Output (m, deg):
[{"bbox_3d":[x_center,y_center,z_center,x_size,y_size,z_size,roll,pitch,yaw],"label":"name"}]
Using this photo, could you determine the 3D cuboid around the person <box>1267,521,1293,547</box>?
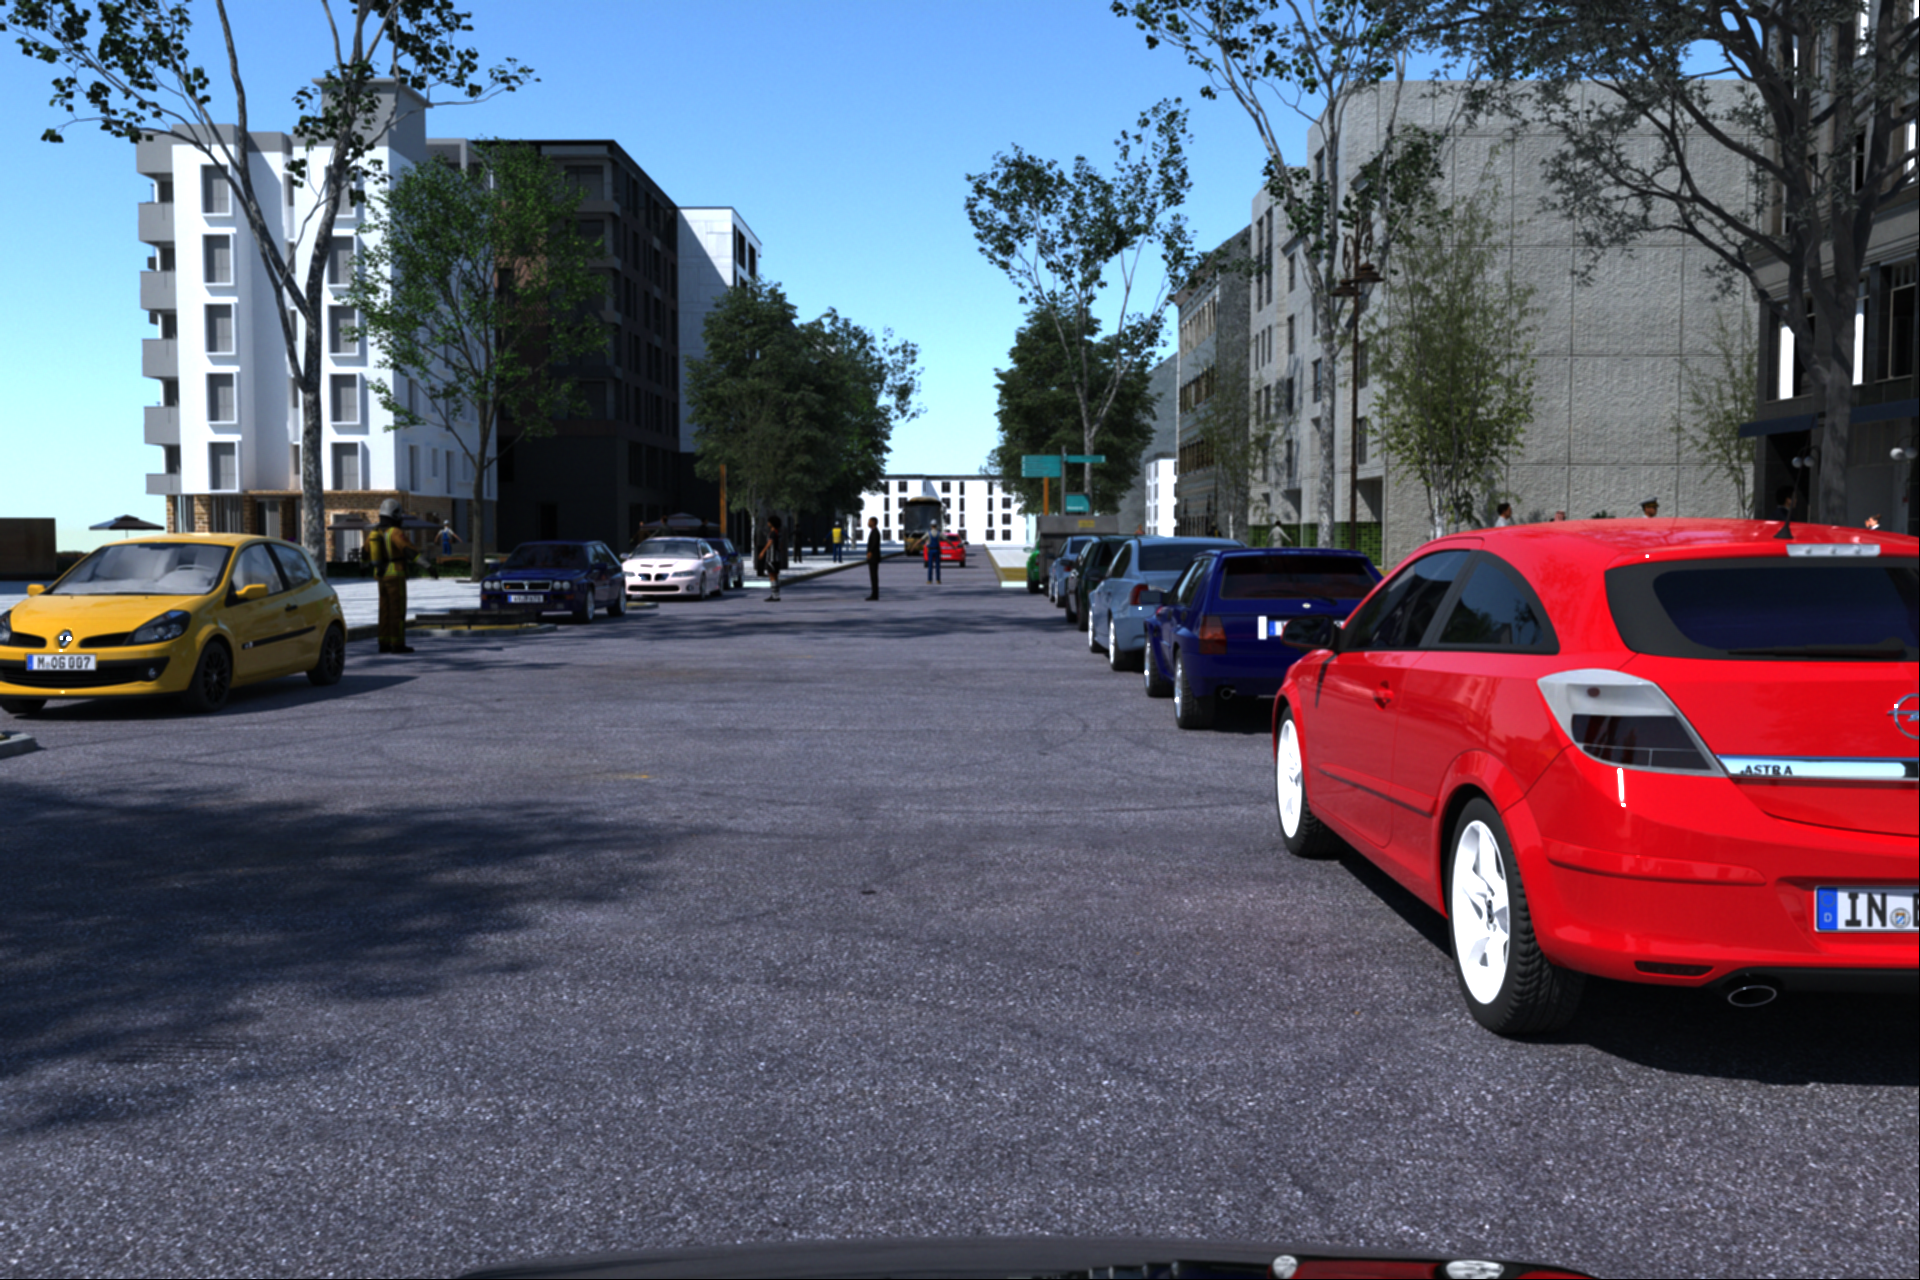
[{"bbox_3d":[12.320,-3.719,66.984,0.705,1.806,1.347,-2,4,-34],"label":"person"}]

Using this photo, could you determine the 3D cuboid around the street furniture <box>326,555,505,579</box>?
[{"bbox_3d":[-17.267,-2.210,51.754,10.072,0.657,5.734,0,4,-4],"label":"street furniture"}]

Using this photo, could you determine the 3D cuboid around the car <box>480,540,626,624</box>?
[{"bbox_3d":[-6.733,-0.996,28.863,1.945,1.354,3.894,0,4,1],"label":"car"}]

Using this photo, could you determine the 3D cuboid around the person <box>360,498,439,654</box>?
[{"bbox_3d":[-6.825,-0.773,20.871,1.354,1.858,0.705,2,4,33],"label":"person"}]

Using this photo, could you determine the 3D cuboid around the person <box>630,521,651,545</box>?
[{"bbox_3d":[-12.922,-3.935,70.475,1.346,1.812,0.704,3,5,39],"label":"person"}]

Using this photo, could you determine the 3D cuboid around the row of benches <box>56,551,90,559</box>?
[{"bbox_3d":[-32.975,-2.942,63.572,1.422,0.672,4.104,0,4,-4],"label":"row of benches"}]

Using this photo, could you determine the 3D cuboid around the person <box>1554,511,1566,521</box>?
[{"bbox_3d":[13.595,-2.022,39.206,0.704,1.811,1.347,1,4,10],"label":"person"}]

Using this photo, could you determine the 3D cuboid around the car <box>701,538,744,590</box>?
[{"bbox_3d":[-6.717,-2.009,45.421,1.945,1.354,3.894,0,4,0],"label":"car"}]

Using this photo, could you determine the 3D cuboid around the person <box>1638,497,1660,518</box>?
[{"bbox_3d":[10.618,-1.276,26.649,1.343,1.855,0.704,-3,5,-42],"label":"person"}]

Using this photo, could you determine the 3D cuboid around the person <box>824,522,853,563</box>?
[{"bbox_3d":[-5.432,-4.342,76.955,1.349,1.833,0.705,1,4,12],"label":"person"}]

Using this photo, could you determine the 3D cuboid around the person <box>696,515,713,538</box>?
[{"bbox_3d":[-7.632,-2.812,51.906,0.705,1.837,1.347,-3,4,-36],"label":"person"}]

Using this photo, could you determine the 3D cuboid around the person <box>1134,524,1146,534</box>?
[{"bbox_3d":[8.170,-4.359,78.074,1.217,1.733,0.721,-2,4,-26],"label":"person"}]

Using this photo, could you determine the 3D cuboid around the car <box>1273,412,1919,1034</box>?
[{"bbox_3d":[2.364,0.158,6.455,2.155,1.783,4.494,0,4,-1],"label":"car"}]

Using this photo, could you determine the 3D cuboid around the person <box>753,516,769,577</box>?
[{"bbox_3d":[-5.896,-2.788,51.712,0.705,1.813,1.348,-2,4,-32],"label":"person"}]

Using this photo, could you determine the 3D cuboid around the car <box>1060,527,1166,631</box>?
[{"bbox_3d":[2.581,-1.045,26.880,2.009,1.686,4.222,0,3,0],"label":"car"}]

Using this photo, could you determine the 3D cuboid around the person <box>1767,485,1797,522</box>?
[{"bbox_3d":[9.212,-0.812,19.318,0.704,1.823,1.345,0,4,1],"label":"person"}]

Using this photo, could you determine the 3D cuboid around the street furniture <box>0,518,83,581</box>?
[{"bbox_3d":[-27.746,-2.664,50.409,9.812,1.723,11.010,-2,4,-31],"label":"street furniture"}]

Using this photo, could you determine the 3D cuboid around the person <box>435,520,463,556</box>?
[{"bbox_3d":[-21.038,-3.991,71.107,1.347,1.847,0.705,1,4,20],"label":"person"}]

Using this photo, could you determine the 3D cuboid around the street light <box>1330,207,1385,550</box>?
[{"bbox_3d":[5.687,-3.191,24.956,0.468,5.910,1.993,0,4,1],"label":"street light"}]

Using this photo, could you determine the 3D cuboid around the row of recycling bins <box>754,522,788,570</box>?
[{"bbox_3d":[-6.827,-3.421,63.042,1.069,1.692,3.534,0,4,2],"label":"row of recycling bins"}]

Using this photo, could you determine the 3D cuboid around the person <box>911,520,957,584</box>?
[{"bbox_3d":[-0.746,-2.536,49.784,1.347,1.847,0.705,0,4,-5],"label":"person"}]

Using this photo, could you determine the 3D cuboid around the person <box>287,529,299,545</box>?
[{"bbox_3d":[-18.542,-2.360,47.850,0.991,1.433,0.599,3,4,39],"label":"person"}]

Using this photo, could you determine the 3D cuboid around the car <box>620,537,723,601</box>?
[{"bbox_3d":[-6.396,-1.597,38.474,2.083,1.381,4.827,0,4,0],"label":"car"}]

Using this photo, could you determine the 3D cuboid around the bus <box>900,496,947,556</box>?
[{"bbox_3d":[-2.283,-7.621,116.144,2.896,3.916,12.252,0,4,1],"label":"bus"}]

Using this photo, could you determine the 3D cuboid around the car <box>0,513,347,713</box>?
[{"bbox_3d":[-6.795,-0.297,15.078,2.015,1.641,3.980,0,4,1],"label":"car"}]

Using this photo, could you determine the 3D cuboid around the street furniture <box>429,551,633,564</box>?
[{"bbox_3d":[-14.638,-2.961,64.042,10.072,0.657,5.734,-1,4,-13],"label":"street furniture"}]

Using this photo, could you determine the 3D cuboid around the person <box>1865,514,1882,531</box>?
[{"bbox_3d":[20.220,-1.939,38.547,0.445,1.727,0.742,0,4,-3],"label":"person"}]

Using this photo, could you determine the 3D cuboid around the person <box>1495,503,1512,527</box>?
[{"bbox_3d":[9.374,-1.445,29.785,0.704,1.810,1.344,1,4,10],"label":"person"}]

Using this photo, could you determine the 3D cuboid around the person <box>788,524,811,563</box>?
[{"bbox_3d":[-7.153,-4.289,76.841,1.216,1.740,0.721,2,4,25],"label":"person"}]

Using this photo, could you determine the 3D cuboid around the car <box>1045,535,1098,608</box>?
[{"bbox_3d":[2.740,-1.404,34.960,2.014,1.417,4.499,0,4,0],"label":"car"}]

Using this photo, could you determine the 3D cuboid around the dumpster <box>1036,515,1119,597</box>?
[{"bbox_3d":[2.694,-1.925,39.685,1.865,1.857,1.264,0,4,0],"label":"dumpster"}]

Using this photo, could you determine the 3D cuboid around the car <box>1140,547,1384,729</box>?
[{"bbox_3d":[2.476,-0.090,14.048,1.945,1.354,3.894,0,4,1],"label":"car"}]

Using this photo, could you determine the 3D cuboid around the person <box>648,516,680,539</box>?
[{"bbox_3d":[-8.372,-2.616,49.037,1.348,1.796,0.705,-3,5,-41],"label":"person"}]

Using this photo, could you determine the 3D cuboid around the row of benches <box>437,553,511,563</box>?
[{"bbox_3d":[-15.206,-2.563,57.374,4.104,0.672,1.422,0,4,3],"label":"row of benches"}]

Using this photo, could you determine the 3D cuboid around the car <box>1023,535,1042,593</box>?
[{"bbox_3d":[2.574,-2.106,43.235,1.959,1.807,4.718,0,4,1],"label":"car"}]

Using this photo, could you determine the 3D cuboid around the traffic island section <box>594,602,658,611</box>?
[{"bbox_3d":[-6.889,-0.641,33.348,1.991,0.108,1.994,0,4,1],"label":"traffic island section"}]

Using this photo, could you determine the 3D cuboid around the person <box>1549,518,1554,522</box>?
[{"bbox_3d":[19.695,-3.138,57.495,0.705,1.806,1.347,-2,4,-34],"label":"person"}]

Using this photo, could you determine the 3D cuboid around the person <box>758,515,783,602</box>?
[{"bbox_3d":[-3.989,-1.729,36.874,0.704,1.843,1.345,1,4,10],"label":"person"}]

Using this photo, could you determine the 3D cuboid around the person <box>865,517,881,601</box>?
[{"bbox_3d":[-1.892,-1.756,37.389,0.704,1.802,1.346,0,4,-3],"label":"person"}]

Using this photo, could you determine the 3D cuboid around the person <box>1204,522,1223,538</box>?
[{"bbox_3d":[12.220,-4.760,83.601,1.354,1.856,0.705,-2,4,-31],"label":"person"}]
